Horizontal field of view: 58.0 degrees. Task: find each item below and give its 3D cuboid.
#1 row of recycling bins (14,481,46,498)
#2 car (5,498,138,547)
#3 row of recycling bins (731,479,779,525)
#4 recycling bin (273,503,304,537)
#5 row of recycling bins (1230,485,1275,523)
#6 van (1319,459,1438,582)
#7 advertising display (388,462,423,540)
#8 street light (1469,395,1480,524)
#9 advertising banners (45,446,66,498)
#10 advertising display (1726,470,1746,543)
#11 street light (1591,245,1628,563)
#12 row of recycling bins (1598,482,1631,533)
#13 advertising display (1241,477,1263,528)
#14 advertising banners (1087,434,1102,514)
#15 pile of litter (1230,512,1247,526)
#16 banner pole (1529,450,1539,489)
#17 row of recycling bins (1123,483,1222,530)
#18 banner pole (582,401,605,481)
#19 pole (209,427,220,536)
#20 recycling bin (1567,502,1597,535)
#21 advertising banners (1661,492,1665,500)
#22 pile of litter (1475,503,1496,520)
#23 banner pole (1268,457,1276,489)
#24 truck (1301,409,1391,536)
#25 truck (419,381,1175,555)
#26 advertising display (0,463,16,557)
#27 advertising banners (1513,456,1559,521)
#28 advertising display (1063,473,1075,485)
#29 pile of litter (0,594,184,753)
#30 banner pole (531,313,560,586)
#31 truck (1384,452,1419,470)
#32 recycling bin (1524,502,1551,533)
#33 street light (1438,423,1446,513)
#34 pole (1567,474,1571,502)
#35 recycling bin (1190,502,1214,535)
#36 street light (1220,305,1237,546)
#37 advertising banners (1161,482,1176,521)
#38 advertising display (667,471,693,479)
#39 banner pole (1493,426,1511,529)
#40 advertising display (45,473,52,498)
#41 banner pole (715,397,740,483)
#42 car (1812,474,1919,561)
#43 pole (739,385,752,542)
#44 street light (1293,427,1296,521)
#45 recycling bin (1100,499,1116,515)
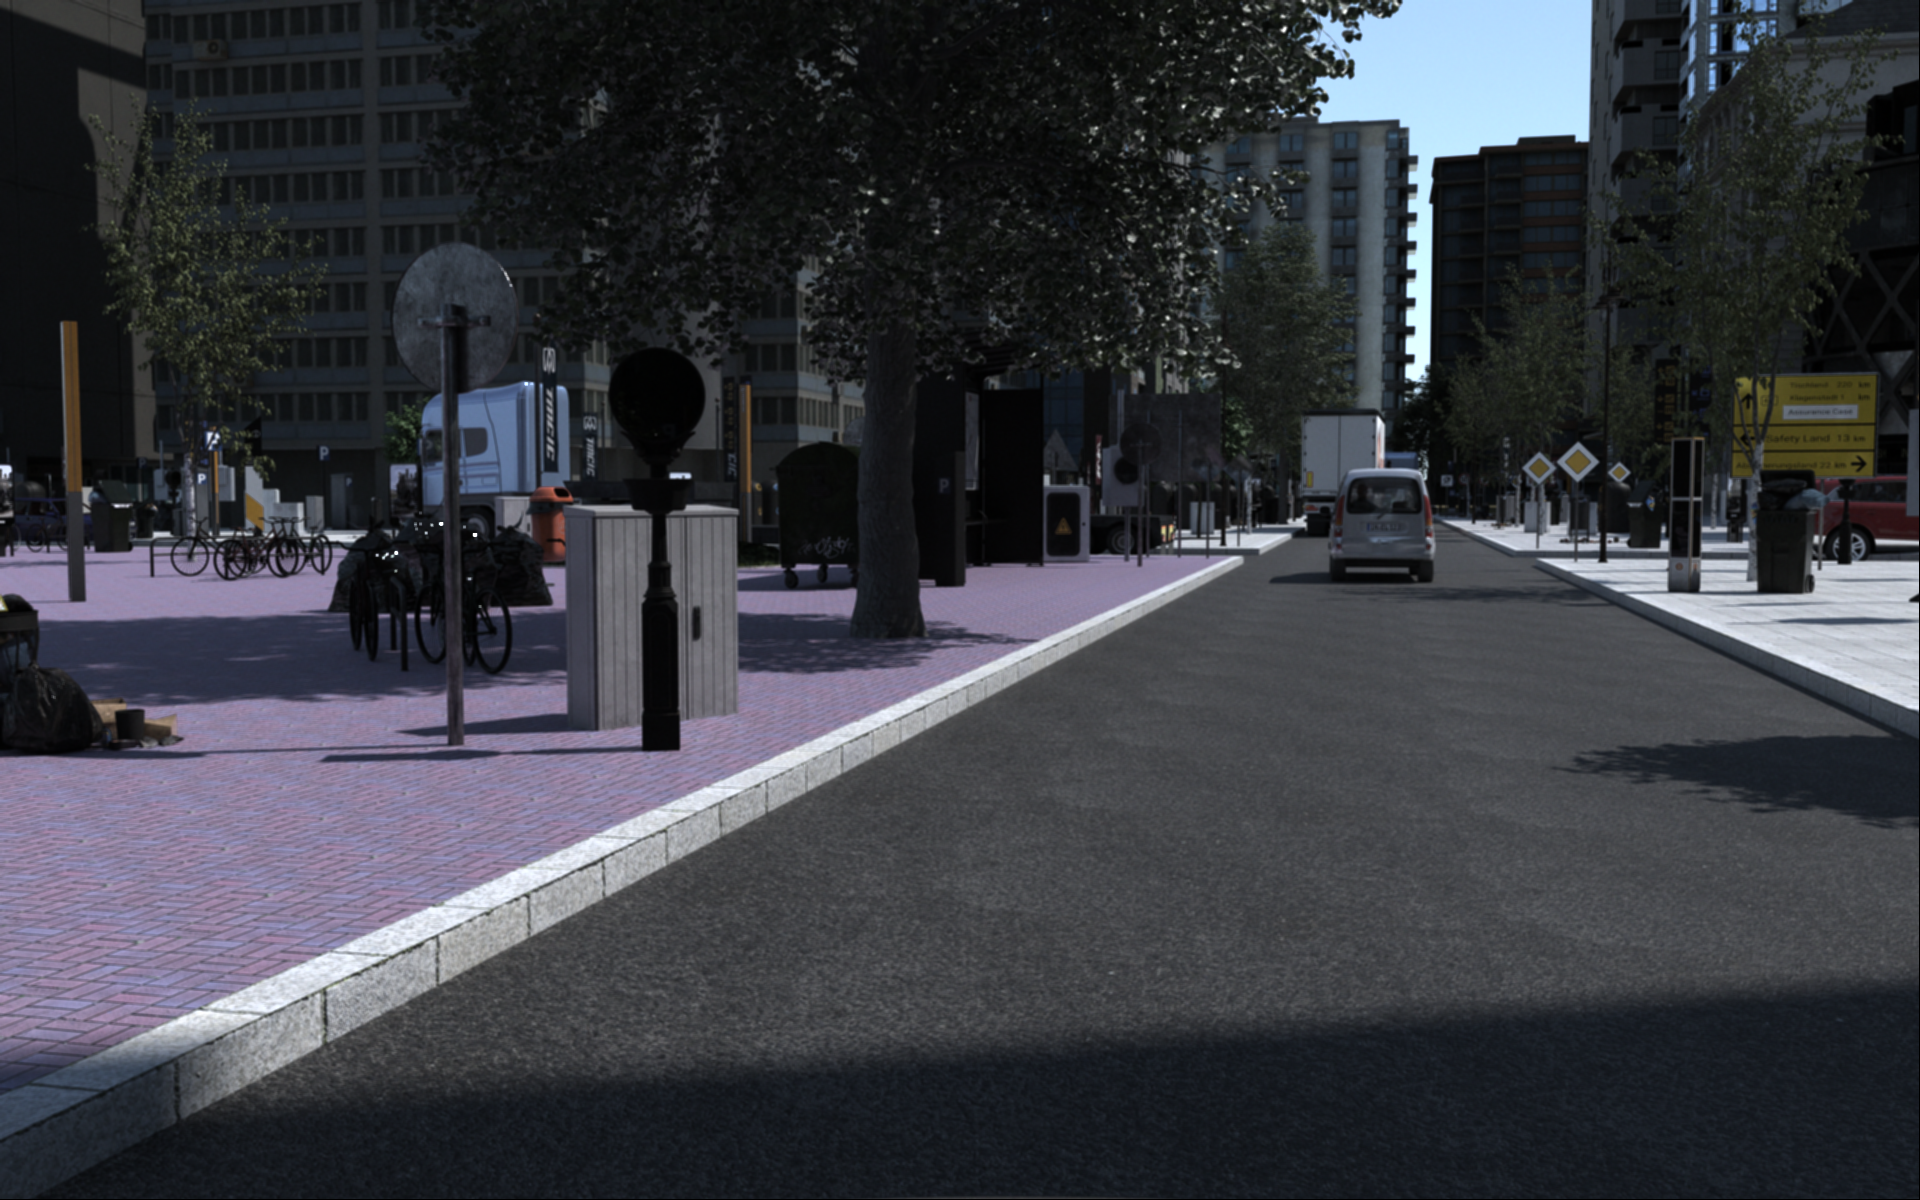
[{"bbox_3d":[-30.811,-3.028,56.615,1.069,1.692,3.534,-3,5,-42],"label":"row of recycling bins"},{"bbox_3d":[-24.041,-2.053,46.148,3.894,1.354,1.945,1,4,14],"label":"car"},{"bbox_3d":[-4.985,-2.574,49.196,3.534,1.692,1.069,-3,5,-42],"label":"row of recycling bins"},{"bbox_3d":[-19.726,-2.345,50.899,0.722,1.027,0.722,-1,4,-9],"label":"recycling bin"},{"bbox_3d":[12.272,-4.259,76.751,3.534,1.692,1.069,2,4,30],"label":"row of recycling bins"},{"bbox_3d":[7.187,-1.386,29.681,2.013,2.044,4.112,1,4,12],"label":"van"},{"bbox_3d":[-11.398,-1.860,35.630,0.974,1.923,0.123,3,4,36],"label":"advertising display"},{"bbox_3d":[22.193,-6.230,74.648,0.468,5.910,1.993,1,4,13],"label":"street light"},{"bbox_3d":[-33.083,-4.083,62.952,2.074,3.025,0.090,1,4,11],"label":"advertising banners"},{"bbox_3d":[20.504,-2.482,45.788,0.123,1.923,0.974,0,4,3],"label":"advertising display"},{"bbox_3d":[12.057,-3.640,32.307,0.468,5.910,1.993,1,4,13],"label":"street light"},{"bbox_3d":[22.056,-3.129,58.274,1.069,1.692,3.534,1,4,18],"label":"row of recycling bins"},{"bbox_3d":[11.070,-3.698,65.682,0.974,1.923,0.123,-2,4,-30],"label":"advertising display"},{"bbox_3d":[3.743,-3.301,50.163,0.090,3.025,2.074,2,4,26],"label":"advertising banners"},{"bbox_3d":[11.494,-3.478,70.830,1.176,0.858,1.719,2,4,29],"label":"pile of litter"},{"bbox_3d":[32.474,-6.591,97.782,0.863,3.779,0.401,-1,4,-21],"label":"banner pole"},{"bbox_3d":[7.790,-3.396,62.637,3.534,1.692,1.069,1,4,13],"label":"row of recycling bins"},{"bbox_3d":[-9.808,-3.465,46.671,0.863,3.779,0.401,-3,5,-40],"label":"banner pole"},{"bbox_3d":[-22.557,-3.582,52.404,0.158,3.312,0.155,0,3,0],"label":"pole"},{"bbox_3d":[19.392,-2.535,53.994,0.722,1.027,0.722,0,4,4],"label":"recycling bin"},{"bbox_3d":[36.785,-5.725,89.790,2.074,3.025,0.090,-3,4,-38],"label":"advertising banners"},{"bbox_3d":[26.451,-4.446,86.661,1.719,0.858,1.176,0,4,-2],"label":"pile of litter"},{"bbox_3d":[19.816,-7.361,110.376,0.401,3.779,0.863,-3,5,-40],"label":"banner pole"},{"bbox_3d":[13.969,-4.498,62.457,2.839,4.237,11.283,1,4,15],"label":"truck"},{"bbox_3d":[-4.458,-3.124,40.829,18.799,4.110,2.967,1,4,14],"label":"truck"},{"bbox_3d":[-19.643,-1.839,35.278,0.123,1.923,0.974,1,4,10],"label":"advertising display"},{"bbox_3d":[26.770,-5.159,80.533,2.074,3.025,0.090,0,4,3],"label":"advertising banners"},{"bbox_3d":[3.390,-2.974,53.845,0.123,1.923,0.974,1,4,20],"label":"advertising display"},{"bbox_3d":[-4.887,0.302,9.021,1.719,0.858,1.176,2,4,27],"label":"pile of litter"},{"bbox_3d":[-5.815,-2.097,24.302,0.401,3.779,0.863,1,4,13],"label":"banner pole"},{"bbox_3d":[26.773,-7.083,105.564,2.967,4.110,18.799,1,4,14],"label":"truck"},{"bbox_3d":[19.218,-2.757,57.632,0.722,1.027,0.722,2,4,29],"label":"recycling bin"},{"bbox_3d":[31.344,-8.566,112.843,0.468,5.910,1.993,1,4,13],"label":"street light"},{"bbox_3d":[30.249,-5.637,86.009,0.158,3.312,0.155,0,3,0],"label":"pole"},{"bbox_3d":[7.717,-2.610,55.222,0.722,1.027,0.722,0,4,3],"label":"recycling bin"},{"bbox_3d":[6.503,-4.271,42.612,0.468,5.910,1.993,1,4,13],"label":"street light"},{"bbox_3d":[10.196,-5.319,83.153,0.090,3.025,2.074,3,5,43],"label":"advertising banners"},{"bbox_3d":[-7.798,-2.627,48.161,0.123,1.923,0.974,2,4,33],"label":"advertising display"},{"bbox_3d":[19.944,-4.497,63.549,0.863,3.779,0.401,-3,5,-41],"label":"banner pole"},{"bbox_3d":[-28.007,-2.937,53.242,0.123,1.923,0.974,-2,4,-25],"label":"advertising display"},{"bbox_3d":[-6.056,-3.359,44.944,0.863,3.779,0.401,0,4,7],"label":"banner pole"},{"bbox_3d":[18.970,-1.570,34.344,5.304,1.827,2.281,1,4,11],"label":"car"},{"bbox_3d":[-4.009,-2.357,32.379,0.158,3.312,0.155,0,3,0],"label":"pole"},{"bbox_3d":[15.683,-6.623,81.080,0.468,5.910,1.993,1,4,13],"label":"street light"},{"bbox_3d":[7.275,-4.422,84.857,0.722,1.027,0.722,1,4,15],"label":"recycling bin"}]
